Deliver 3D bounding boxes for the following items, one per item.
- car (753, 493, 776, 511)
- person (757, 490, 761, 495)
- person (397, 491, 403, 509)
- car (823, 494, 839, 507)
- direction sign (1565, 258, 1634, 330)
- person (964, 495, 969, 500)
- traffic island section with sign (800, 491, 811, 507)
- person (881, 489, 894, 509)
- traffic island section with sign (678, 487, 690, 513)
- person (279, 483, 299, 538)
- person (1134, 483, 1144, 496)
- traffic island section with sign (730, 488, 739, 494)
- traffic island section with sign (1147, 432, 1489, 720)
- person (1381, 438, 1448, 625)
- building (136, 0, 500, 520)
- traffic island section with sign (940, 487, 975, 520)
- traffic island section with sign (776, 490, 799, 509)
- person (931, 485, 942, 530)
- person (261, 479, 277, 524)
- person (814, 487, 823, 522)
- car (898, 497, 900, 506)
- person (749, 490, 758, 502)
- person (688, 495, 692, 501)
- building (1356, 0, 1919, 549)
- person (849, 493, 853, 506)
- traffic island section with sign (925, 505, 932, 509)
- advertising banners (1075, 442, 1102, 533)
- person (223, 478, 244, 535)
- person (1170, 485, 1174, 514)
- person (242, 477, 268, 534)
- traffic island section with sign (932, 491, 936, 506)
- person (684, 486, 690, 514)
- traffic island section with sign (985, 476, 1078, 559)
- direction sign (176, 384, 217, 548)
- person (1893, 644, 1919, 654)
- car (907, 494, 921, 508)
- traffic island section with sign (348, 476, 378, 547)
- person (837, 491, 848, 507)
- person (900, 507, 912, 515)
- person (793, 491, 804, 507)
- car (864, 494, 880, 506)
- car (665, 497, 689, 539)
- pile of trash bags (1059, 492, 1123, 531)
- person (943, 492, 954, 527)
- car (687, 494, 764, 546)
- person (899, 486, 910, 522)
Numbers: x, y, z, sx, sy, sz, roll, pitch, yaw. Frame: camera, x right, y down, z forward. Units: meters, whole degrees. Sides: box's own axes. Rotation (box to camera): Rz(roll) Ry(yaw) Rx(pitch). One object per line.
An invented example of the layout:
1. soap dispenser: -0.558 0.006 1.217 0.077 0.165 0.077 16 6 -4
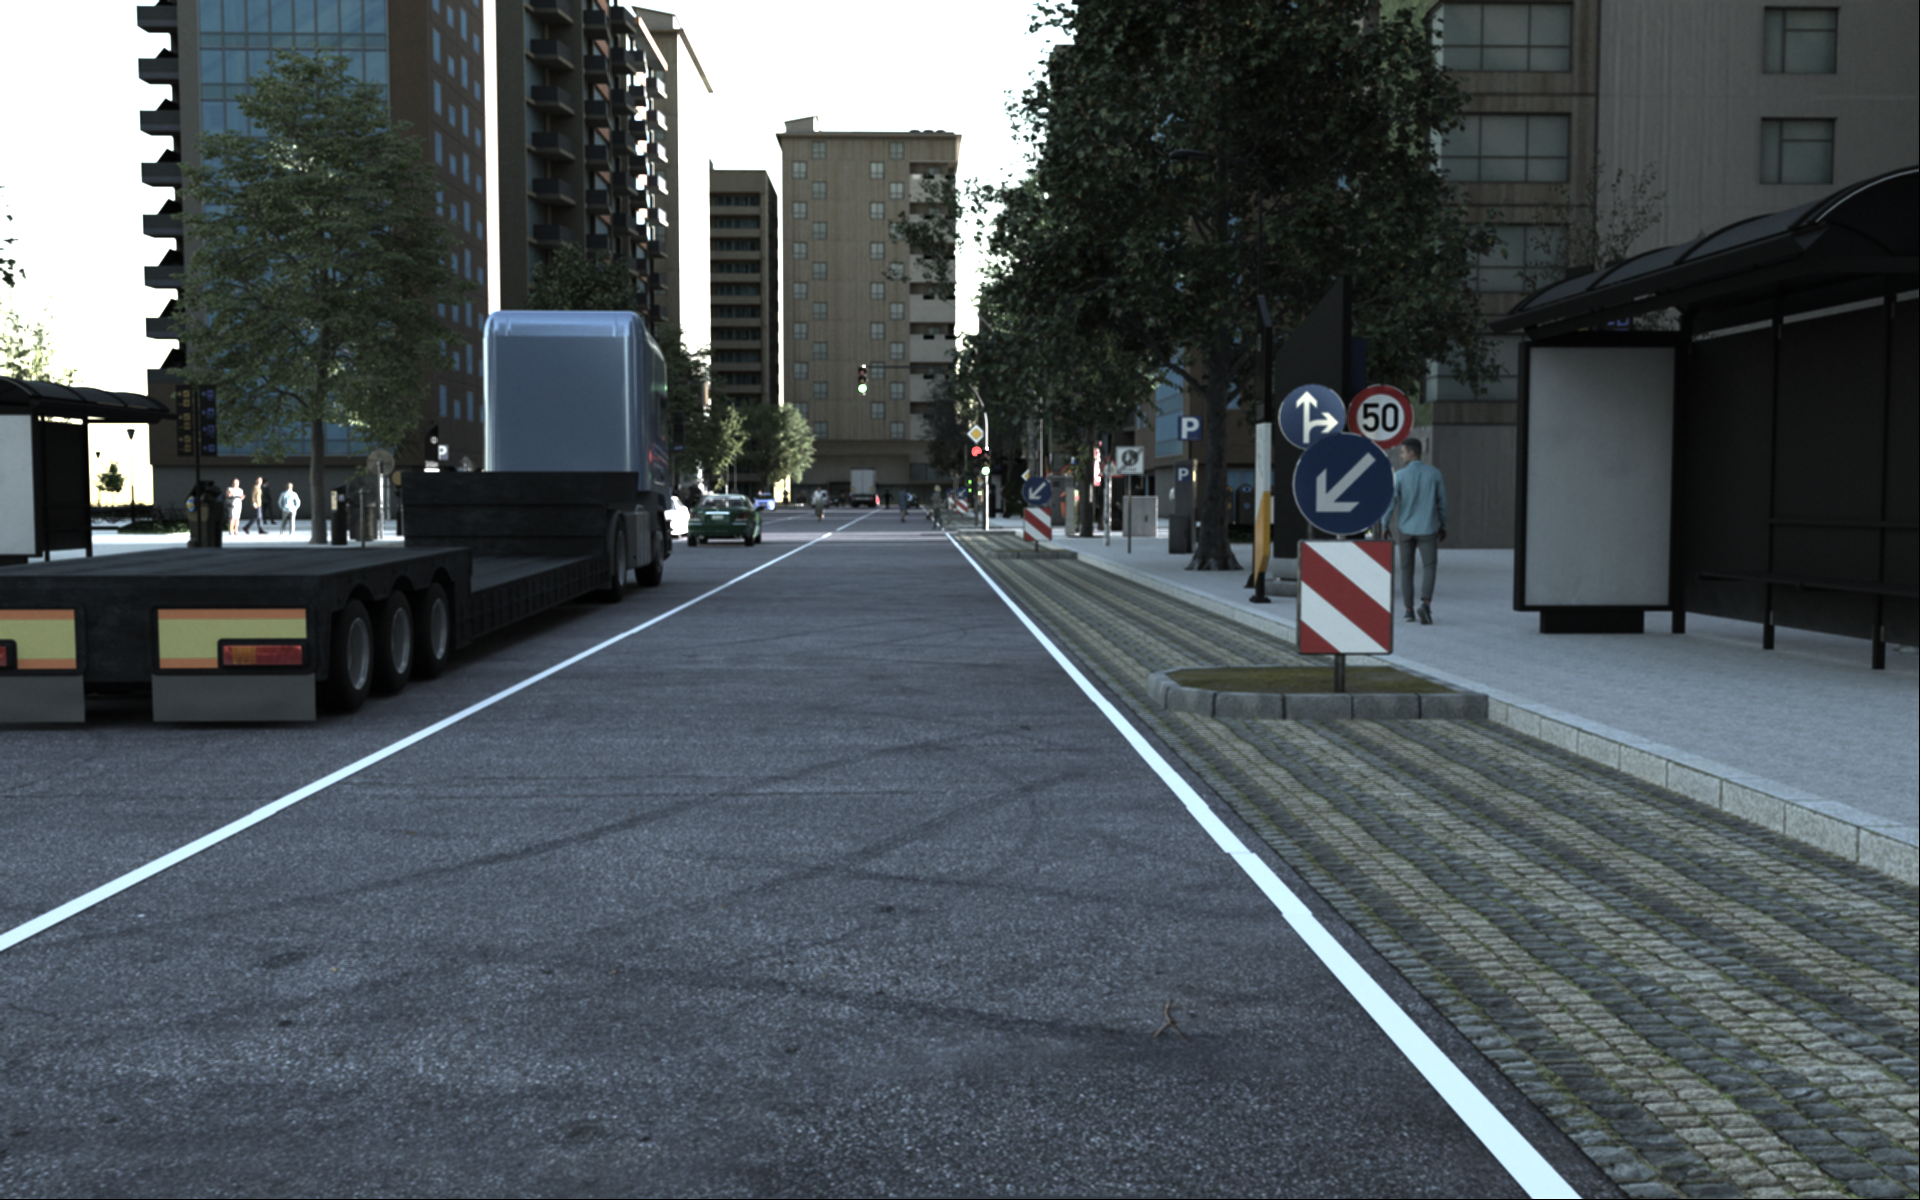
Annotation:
1. car: -16.615 -8.436 147.524 1.945 1.707 3.694 0 4 -2
2. person: -24.801 -12.773 214.895 0.705 1.823 1.348 2 4 28
3. person: -17.460 -2.950 54.694 0.534 1.772 0.576 0 4 -5
4. car: -14.564 -11.368 195.645 2.009 1.686 4.222 0 4 -3
5. direction sign: 6.265 -1.534 17.078 0.379 3.537 0.876 -2 4 -24
6. person: 0.417 -9.357 159.584 0.990 1.755 0.434 2 4 31
7. traffic island section with sign: -17.953 -11.643 198.985 1.989 1.847 2.006 0 4 -2
8. person: -6.809 -9.404 161.891 1.348 1.869 0.705 -2 4 -23
9. traffic island section with sign: -14.942 -5.215 93.887 1.989 1.847 2.006 0 4 -2
10. person: -19.542 -2.605 50.447 0.589 1.601 0.330 -1 4 -9
11. person: 9.987 -5.597 96.912 0.474 1.900 0.648 1 4 18
12. traffic island section with sign: -15.719 -6.866 120.885 1.989 1.847 2.006 0 4 -2
13. traffic island section with sign: 2.335 -0.199 11.882 1.989 1.847 2.006 0 4 -2
14. person: 4.522 -0.695 17.269 0.638 1.841 0.748 1 4 20
15. building: -33.059 -26.985 91.312 14.600 45.320 14.200 0 4 -2
16. traffic island section with sign: -0.020 -5.240 94.294 1.989 1.847 2.006 0 4 -2
17. traffic island section with sign: -17.156 -9.932 171.010 1.989 1.847 2.006 0 4 -2
18. person: -0.980 -3.748 69.969 0.526 1.800 0.537 0 4 1
19. person: -29.489 -4.181 73.760 0.648 1.900 0.474 1 4 21
20. person: -7.335 -4.975 90.073 0.478 1.798 0.641 0 4 8
21. car: -6.659 -12.390 212.173 1.945 1.707 3.694 0 4 -3
22. person: -20.370 -10.126 172.321 1.217 1.735 0.721 1 4 13
23. person: -19.230 -6.879 123.191 0.362 1.253 0.373 0 3 0
24. building: 17.808 -22.179 46.225 14.154 41.232 14.086 0 4 -2
25. person: -12.629 -11.902 202.965 0.709 1.838 0.599 3 5 42
26. traffic island section with sign: -2.249 -9.968 171.603 1.989 1.847 2.006 0 4 -2
27. advertising banners: 4.179 -3.726 57.106 0.090 3.025 2.074 2 4 33
28. person: -22.927 -2.950 54.637 0.532 1.782 0.716 3 5 42
29. person: 10.083 -4.546 80.469 0.679 1.850 0.850 0 4 6
30. person: -22.656 -3.043 55.709 0.836 1.842 0.656 -3 5 -41
31. traffic island section with sign: -0.810 -6.910 121.599 1.989 1.847 2.006 0 4 -2
32. person: -17.578 -6.355 110.340 0.834 1.777 0.661 1 4 14
33. traffic island section with sign: 1.569 -1.847 38.826 1.989 1.847 2.006 0 4 -2
34. direction sign: -15.785 -2.683 35.866 0.876 3.537 0.379 1 4 9
35. person: 7.803 -0.432 14.111 0.522 1.701 0.512 0 4 -5
36. car: -5.061 -9.995 175.214 2.131 1.459 4.920 0 4 -1
37. traffic island section with sign: -13.335 -1.815 38.309 1.989 1.847 2.006 0 4 -2
38. person: -12.695 -10.908 187.558 1.217 1.736 0.721 1 4 18
39. person: -3.708 -6.274 116.582 0.738 1.151 1.012 -1 4 -17
40. person: -17.603 -10.982 188.757 1.217 1.736 0.721 0 4 -3
41. car: -11.018 -12.621 215.393 2.155 1.783 4.494 0 4 -2
42. car: -9.990 -2.730 57.002 2.083 1.381 4.827 0 4 -4
43. pile of trash bags: 5.180 -3.126 60.859 3.447 1.369 1.912 1 4 13
44. person: -0.473 -3.913 75.068 0.503 1.515 0.523 2 4 24
45. car: -6.658 -2.284 49.146 2.131 1.459 4.920 0 4 -3
46. person: -2.913 -4.873 88.200 0.581 1.822 0.654 2 4 32
